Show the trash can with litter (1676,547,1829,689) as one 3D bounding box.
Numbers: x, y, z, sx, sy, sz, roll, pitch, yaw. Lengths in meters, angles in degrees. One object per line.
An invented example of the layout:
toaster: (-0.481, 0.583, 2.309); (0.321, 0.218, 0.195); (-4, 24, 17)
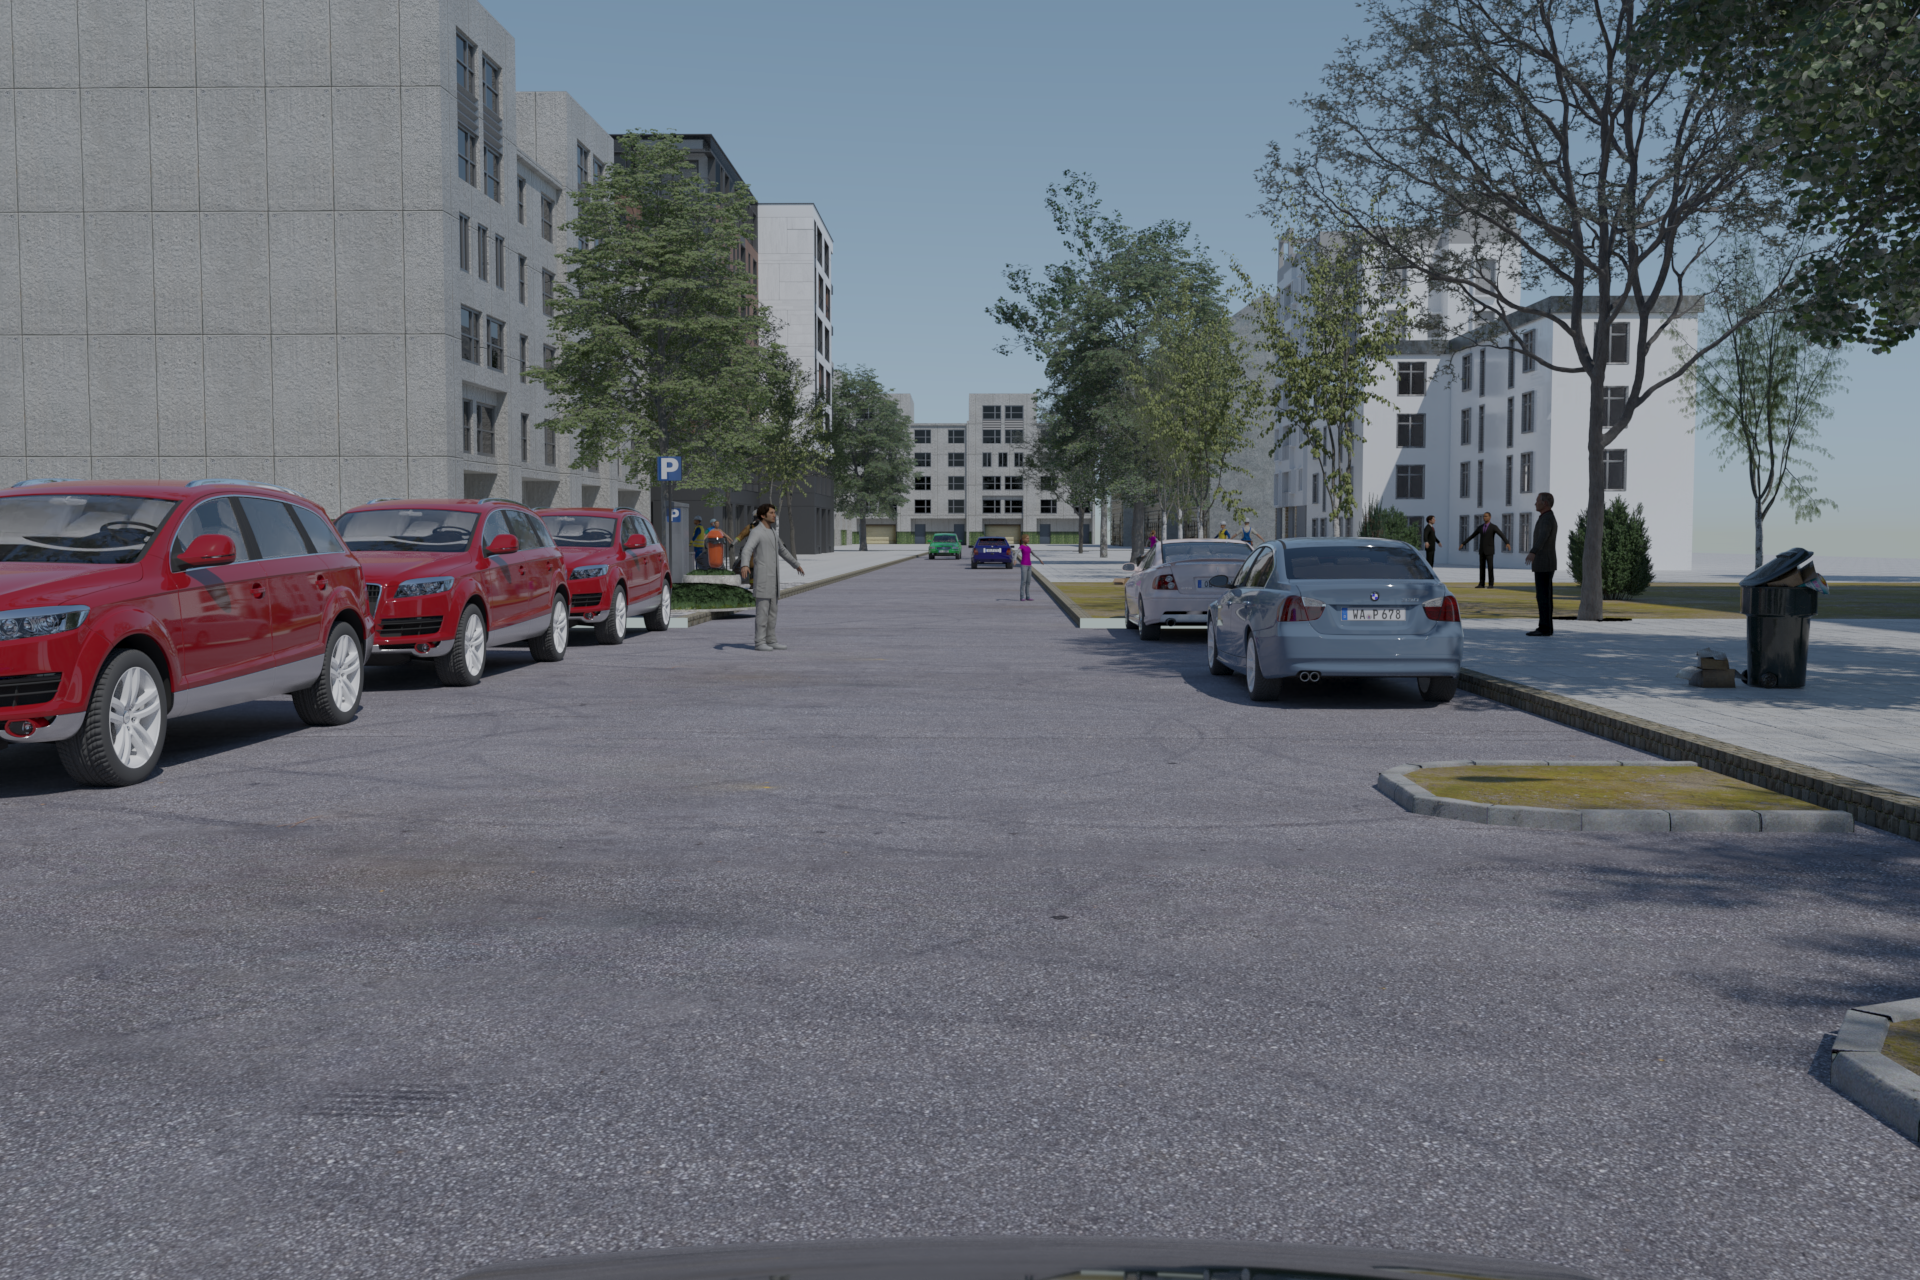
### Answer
trash can with litter: (6.613, -0.188, 14.466); (1.055, 1.170, 0.624); (0, 4, 1)

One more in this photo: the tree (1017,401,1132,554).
tree: (7.855, -10.903, 112.680); (8.767, 10.594, 7.601); (0, 4, 3)

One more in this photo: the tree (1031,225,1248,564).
tree: (7.620, -10.181, 73.118); (9.857, 13.997, 8.962); (0, 3, 0)

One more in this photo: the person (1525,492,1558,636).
person: (7.334, -0.957, 21.827); (0.705, 1.807, 1.348); (2, 4, 26)

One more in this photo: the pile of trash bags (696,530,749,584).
pile of trash bags: (-6.017, -2.130, 44.575); (1.912, 1.369, 3.447); (0, 4, 2)

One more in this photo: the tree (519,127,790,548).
tree: (-8.702, -8.030, 49.424); (7.486, 12.596, 7.792); (0, 3, 0)

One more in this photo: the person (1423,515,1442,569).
person: (13.151, -2.578, 48.332); (0.705, 1.806, 1.347); (2, 4, 32)

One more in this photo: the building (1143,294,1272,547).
building: (27.901, -20.554, 166.989); (19.493, 23.208, 18.063); (0, 4, 1)

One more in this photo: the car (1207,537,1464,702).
car: (3.382, -0.252, 16.119); (2.014, 1.417, 4.499); (0, 4, 1)

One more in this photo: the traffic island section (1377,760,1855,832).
traffic island section: (3.330, 0.828, 9.336); (1.991, 0.108, 1.994); (0, 4, 2)

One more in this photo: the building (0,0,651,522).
building: (-24.047, -12.434, 69.747); (16.747, 18.905, 31.486); (0, 4, 1)

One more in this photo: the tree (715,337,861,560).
tree: (-8.128, -9.010, 81.720); (7.601, 10.594, 8.767); (2, 4, 28)

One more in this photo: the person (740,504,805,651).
person: (-2.359, -0.778, 21.360); (0.705, 1.806, 1.347); (2, 4, 26)

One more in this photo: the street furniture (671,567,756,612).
street furniture: (-8.454, -0.915, 30.582); (10.072, 0.657, 5.734); (0, 4, -2)

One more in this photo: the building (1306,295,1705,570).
building: (21.923, -8.134, 75.135); (9.099, 9.664, 28.070); (0, 4, 1)

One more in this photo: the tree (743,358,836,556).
tree: (-7.612, -7.516, 73.245); (4.737, 8.622, 4.395); (0, 3, 0)

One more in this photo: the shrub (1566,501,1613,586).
shrub: (15.239, -2.273, 41.210); (1.661, 2.075, 1.752); (0, 3, 0)

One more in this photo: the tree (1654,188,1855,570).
tree: (17.186, -5.293, 36.900); (4.360, 8.622, 3.978); (0, 3, 0)

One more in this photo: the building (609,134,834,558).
building: (-22.981, -15.977, 105.193); (27.936, 21.610, 32.646); (0, 4, 1)

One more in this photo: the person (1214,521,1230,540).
person: (9.837, -3.599, 65.308); (0.721, 1.772, 1.216); (-2, 4, -26)

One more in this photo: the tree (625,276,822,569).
tree: (-8.594, -7.845, 62.673); (7.601, 10.594, 8.767); (-1, 4, -9)

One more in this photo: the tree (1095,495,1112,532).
tree: (19.662, -16.419, 218.804); (4.360, 8.622, 3.978); (0, 3, 0)

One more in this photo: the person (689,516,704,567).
person: (-7.893, -2.817, 52.026); (0.705, 1.833, 1.349); (0, 4, 4)

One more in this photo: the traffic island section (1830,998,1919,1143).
traffic island section: (3.249, 1.148, 4.098); (1.991, 0.108, 1.994); (0, 4, 1)

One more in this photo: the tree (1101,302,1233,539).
tree: (7.161, -6.365, 54.423); (4.360, 8.622, 3.978); (0, 3, 0)

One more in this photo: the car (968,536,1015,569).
car: (1.314, -3.634, 72.002); (1.945, 1.354, 3.894); (0, 4, 0)

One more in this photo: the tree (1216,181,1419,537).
tree: (7.491, -5.193, 35.270); (4.737, 8.622, 4.395); (0, 3, 0)

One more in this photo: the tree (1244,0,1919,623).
tree: (9.506, -7.030, 25.311); (12.009, 13.543, 11.850); (0, 3, 0)

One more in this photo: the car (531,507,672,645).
car: (-5.366, -0.945, 24.121); (2.281, 1.827, 5.304); (0, 4, 1)

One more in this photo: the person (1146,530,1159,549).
person: (7.113, -3.306, 63.323); (0.599, 1.433, 0.991); (-3, 4, -36)

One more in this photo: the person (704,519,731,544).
person: (-8.672, -3.362, 61.092); (1.347, 1.817, 0.704); (-3, 5, -42)

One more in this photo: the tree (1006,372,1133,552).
tree: (8.504, -13.041, 123.591); (12.009, 13.543, 11.850); (0, 3, 0)

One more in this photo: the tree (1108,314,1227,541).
tree: (6.747, -6.647, 59.043); (4.360, 8.622, 3.978); (0, 3, 0)

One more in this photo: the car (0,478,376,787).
car: (-5.652, -0.175, 11.528); (2.281, 1.827, 5.304); (0, 4, 2)

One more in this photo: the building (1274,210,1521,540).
building: (24.913, -15.388, 108.007); (16.016, 20.090, 11.380); (0, 4, 1)

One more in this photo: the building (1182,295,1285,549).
building: (29.454, -19.403, 148.174); (19.493, 23.208, 18.063); (0, 4, 1)

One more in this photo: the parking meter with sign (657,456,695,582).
parking meter with sign: (-6.470, -2.661, 39.766); (0.543, 3.016, 1.738); (0, 4, 3)

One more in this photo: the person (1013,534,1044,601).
person: (1.452, -1.547, 37.009); (0.599, 1.433, 0.991); (3, 5, 41)

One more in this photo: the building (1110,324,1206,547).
building: (26.071, -21.699, 185.707); (19.493, 23.208, 18.063); (0, 4, 1)

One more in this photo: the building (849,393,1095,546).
building: (1.152, -21.735, 224.287); (31.486, 18.905, 16.747); (0, 4, 0)

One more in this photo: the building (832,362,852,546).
building: (-21.292, -19.602, 186.954); (16.747, 18.905, 31.486); (0, 4, 1)

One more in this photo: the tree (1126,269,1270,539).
tree: (6.679, -5.970, 47.978); (4.737, 8.622, 4.395); (0, 3, 0)

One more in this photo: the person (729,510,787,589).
person: (-4.688, -2.101, 40.113); (1.354, 1.858, 0.705); (-1, 4, -13)

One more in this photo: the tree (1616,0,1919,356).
tree: (9.402, -6.499, 12.911); (9.857, 13.997, 8.962); (0, 3, 0)

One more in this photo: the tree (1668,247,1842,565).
tree: (20.616, -5.737, 44.168); (4.360, 8.622, 3.978); (0, 3, 0)

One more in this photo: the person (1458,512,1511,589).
person: (12.389, -2.114, 40.792); (0.704, 1.802, 1.346); (-3, 5, -42)

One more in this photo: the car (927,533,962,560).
car: (-0.840, -5.458, 98.038); (1.959, 1.807, 4.718); (0, 4, 2)

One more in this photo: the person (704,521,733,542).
person: (-8.115, -3.135, 58.064); (1.217, 1.733, 0.721); (-2, 4, -32)

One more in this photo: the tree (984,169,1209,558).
tree: (6.424, -14.494, 92.864); (12.611, 20.169, 13.585); (0, 3, 0)

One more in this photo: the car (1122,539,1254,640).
car: (3.384, -0.754, 24.690); (2.083, 1.381, 4.827); (0, 4, 2)

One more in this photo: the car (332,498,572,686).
car: (-5.531, -0.570, 17.995); (2.281, 1.827, 5.304); (0, 4, 2)

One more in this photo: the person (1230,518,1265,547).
person: (9.932, -3.314, 60.037); (1.347, 1.847, 0.705); (1, 4, 9)

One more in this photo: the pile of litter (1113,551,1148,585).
pile of litter: (4.444, -1.821, 43.740); (1.176, 0.858, 1.719); (0, 4, 0)

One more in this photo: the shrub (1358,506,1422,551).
shrub: (11.307, -2.541, 45.594); (1.661, 2.075, 1.752); (0, 3, 0)

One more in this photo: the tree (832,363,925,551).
tree: (-7.133, -13.573, 128.577); (9.857, 13.997, 8.962); (0, 3, 0)

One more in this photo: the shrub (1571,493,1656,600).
shrub: (12.745, -1.817, 33.752); (1.661, 2.075, 1.752); (0, 3, 0)
